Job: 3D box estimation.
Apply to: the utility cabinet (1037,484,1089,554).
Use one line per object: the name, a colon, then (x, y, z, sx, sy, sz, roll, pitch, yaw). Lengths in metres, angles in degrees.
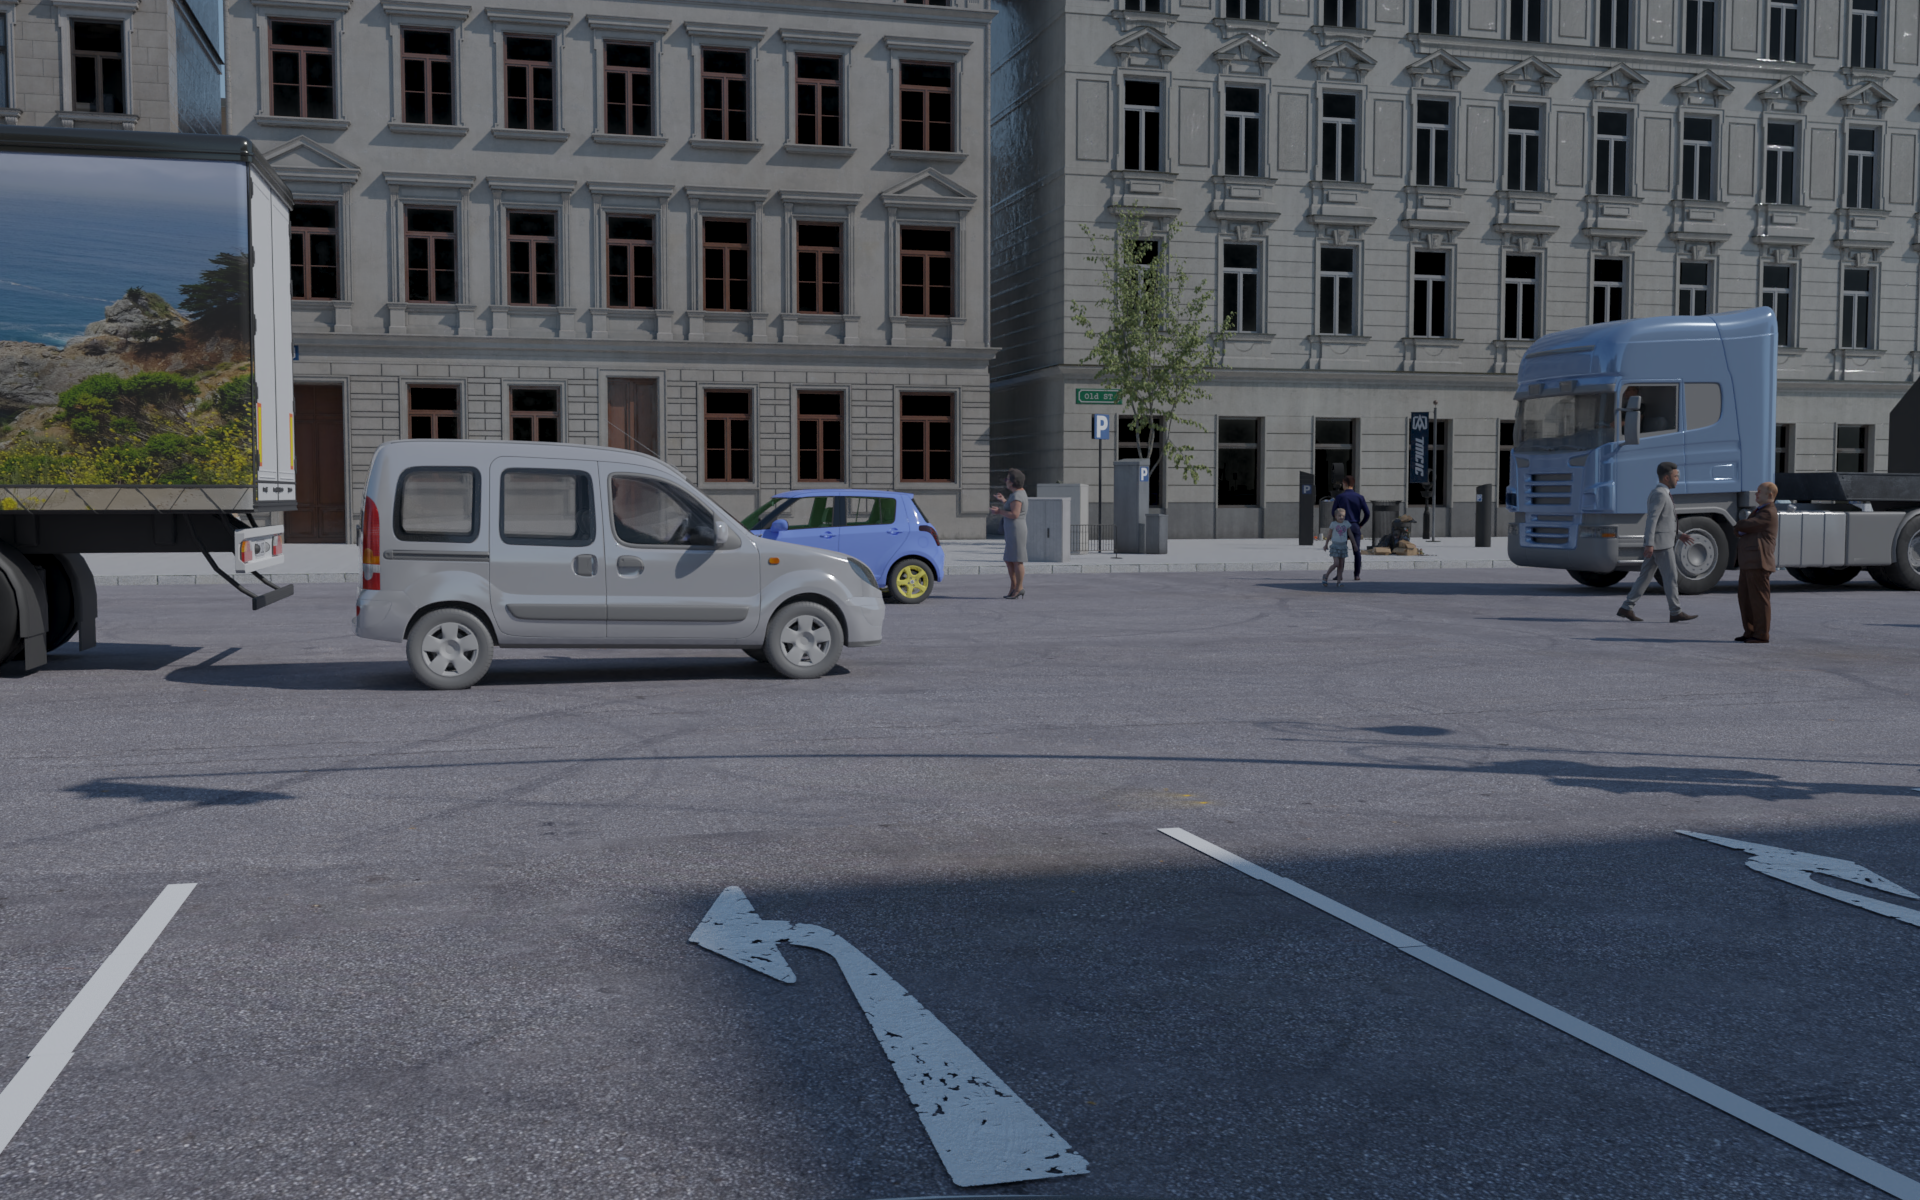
utility cabinet: (2.193, -1.728, 36.930, 1.173, 1.500, 0.318, 3, 5, 42)

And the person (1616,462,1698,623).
person: (7.814, -0.648, 19.369, 0.850, 1.792, 0.678, 1, 4, 19)

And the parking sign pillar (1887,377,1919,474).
parking sign pillar: (21.070, -3.046, 38.267, 1.447, 3.967, 1.447, 0, 4, -2)

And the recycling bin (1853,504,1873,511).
recycling bin: (23.592, -2.017, 45.539, 0.722, 1.027, 0.722, -3, 4, -36)

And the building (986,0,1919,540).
building: (21.466, -17.369, 60.391, 44.131, 29.872, 17.030, -1, 4, -15)

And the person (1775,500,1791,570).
person: (15.513, -1.370, 32.715, 0.589, 1.601, 0.330, -2, 4, -25)

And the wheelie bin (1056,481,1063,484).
wheelie bin: (2.327, -2.001, 40.633, 0.693, 1.594, 0.980, 1, 4, 11)

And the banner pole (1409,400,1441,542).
banner pole: (12.447, -3.443, 46.317, 0.863, 3.779, 0.401, 1, 4, 15)

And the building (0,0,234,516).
building: (-39.419, -11.631, 41.082, 40.483, 20.767, 10.553, -1, 4, -15)

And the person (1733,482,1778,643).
person: (7.634, -0.359, 16.635, 0.388, 1.546, 0.482, 1, 4, 16)

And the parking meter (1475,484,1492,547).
parking meter: (12.646, -2.045, 41.841, 0.372, 1.533, 0.369, 0, 3, 0)

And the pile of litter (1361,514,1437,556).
pile of litter: (9.174, -1.371, 36.379, 1.176, 0.858, 1.719, -2, 4, -30)

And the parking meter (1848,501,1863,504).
parking meter: (25.188, -2.467, 48.749, 0.372, 1.533, 0.369, 0, 3, 0)

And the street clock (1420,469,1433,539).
street clock: (13.242, -2.725, 49.129, 0.471, 2.002, 0.358, 1, 4, 22)

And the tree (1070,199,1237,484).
tree: (4.698, -5.680, 43.232, 4.737, 8.622, 4.395, 0, 3, 0)

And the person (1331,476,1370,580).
person: (6.466, -1.199, 28.815, 0.576, 1.737, 0.504, -1, 4, -10)

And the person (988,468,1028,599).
person: (0.671, -0.906, 23.674, 0.532, 1.782, 0.716, 0, 4, 5)

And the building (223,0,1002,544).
building: (-9.969, -13.088, 50.151, 21.152, 22.565, 11.583, -1, 4, -15)

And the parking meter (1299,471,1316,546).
parking meter: (8.659, -2.291, 43.172, 0.399, 1.863, 0.255, 1, 4, 14)

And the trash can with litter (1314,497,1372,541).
trash can with litter: (10.647, -2.276, 48.265, 2.233, 1.210, 1.678, -1, 4, -18)

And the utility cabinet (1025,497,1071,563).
utility cabinet: (1.591, -1.321, 32.763, 1.020, 1.237, 0.306, 3, 4, 38)

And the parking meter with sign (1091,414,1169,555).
parking meter with sign: (3.687, -2.511, 37.313, 1.738, 3.016, 0.543, 3, 5, 41)

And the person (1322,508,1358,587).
person: (5.879, -0.811, 26.778, 0.505, 1.210, 0.382, -1, 4, -10)

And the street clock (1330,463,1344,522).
street clock: (8.825, -2.199, 40.531, 0.358, 2.002, 0.471, 0, 4, 3)

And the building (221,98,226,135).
building: (-86.769, -33.294, 194.467, 14.200, 45.320, 14.600, -1, 4, -15)

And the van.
van: (-2.652, -0.411, 13.729, 4.112, 2.044, 2.013, -1, 4, -17)

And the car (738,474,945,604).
car: (-2.079, -0.813, 22.878, 3.694, 1.707, 1.945, -1, 4, -17)

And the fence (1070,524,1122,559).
fence: (2.259, -1.136, 33.941, 2.069, 0.683, 0.278, -2, 4, -30)

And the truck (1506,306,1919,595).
truck: (16.898, -2.297, 27.317, 18.799, 4.110, 2.967, -1, 4, -15)

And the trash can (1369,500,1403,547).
trash can: (9.761, -1.717, 39.730, 0.748, 1.137, 0.748, 0, 3, 0)

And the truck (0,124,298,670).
truck: (-11.263, -1.500, 13.436, 11.283, 4.237, 2.839, -1, 4, -14)
